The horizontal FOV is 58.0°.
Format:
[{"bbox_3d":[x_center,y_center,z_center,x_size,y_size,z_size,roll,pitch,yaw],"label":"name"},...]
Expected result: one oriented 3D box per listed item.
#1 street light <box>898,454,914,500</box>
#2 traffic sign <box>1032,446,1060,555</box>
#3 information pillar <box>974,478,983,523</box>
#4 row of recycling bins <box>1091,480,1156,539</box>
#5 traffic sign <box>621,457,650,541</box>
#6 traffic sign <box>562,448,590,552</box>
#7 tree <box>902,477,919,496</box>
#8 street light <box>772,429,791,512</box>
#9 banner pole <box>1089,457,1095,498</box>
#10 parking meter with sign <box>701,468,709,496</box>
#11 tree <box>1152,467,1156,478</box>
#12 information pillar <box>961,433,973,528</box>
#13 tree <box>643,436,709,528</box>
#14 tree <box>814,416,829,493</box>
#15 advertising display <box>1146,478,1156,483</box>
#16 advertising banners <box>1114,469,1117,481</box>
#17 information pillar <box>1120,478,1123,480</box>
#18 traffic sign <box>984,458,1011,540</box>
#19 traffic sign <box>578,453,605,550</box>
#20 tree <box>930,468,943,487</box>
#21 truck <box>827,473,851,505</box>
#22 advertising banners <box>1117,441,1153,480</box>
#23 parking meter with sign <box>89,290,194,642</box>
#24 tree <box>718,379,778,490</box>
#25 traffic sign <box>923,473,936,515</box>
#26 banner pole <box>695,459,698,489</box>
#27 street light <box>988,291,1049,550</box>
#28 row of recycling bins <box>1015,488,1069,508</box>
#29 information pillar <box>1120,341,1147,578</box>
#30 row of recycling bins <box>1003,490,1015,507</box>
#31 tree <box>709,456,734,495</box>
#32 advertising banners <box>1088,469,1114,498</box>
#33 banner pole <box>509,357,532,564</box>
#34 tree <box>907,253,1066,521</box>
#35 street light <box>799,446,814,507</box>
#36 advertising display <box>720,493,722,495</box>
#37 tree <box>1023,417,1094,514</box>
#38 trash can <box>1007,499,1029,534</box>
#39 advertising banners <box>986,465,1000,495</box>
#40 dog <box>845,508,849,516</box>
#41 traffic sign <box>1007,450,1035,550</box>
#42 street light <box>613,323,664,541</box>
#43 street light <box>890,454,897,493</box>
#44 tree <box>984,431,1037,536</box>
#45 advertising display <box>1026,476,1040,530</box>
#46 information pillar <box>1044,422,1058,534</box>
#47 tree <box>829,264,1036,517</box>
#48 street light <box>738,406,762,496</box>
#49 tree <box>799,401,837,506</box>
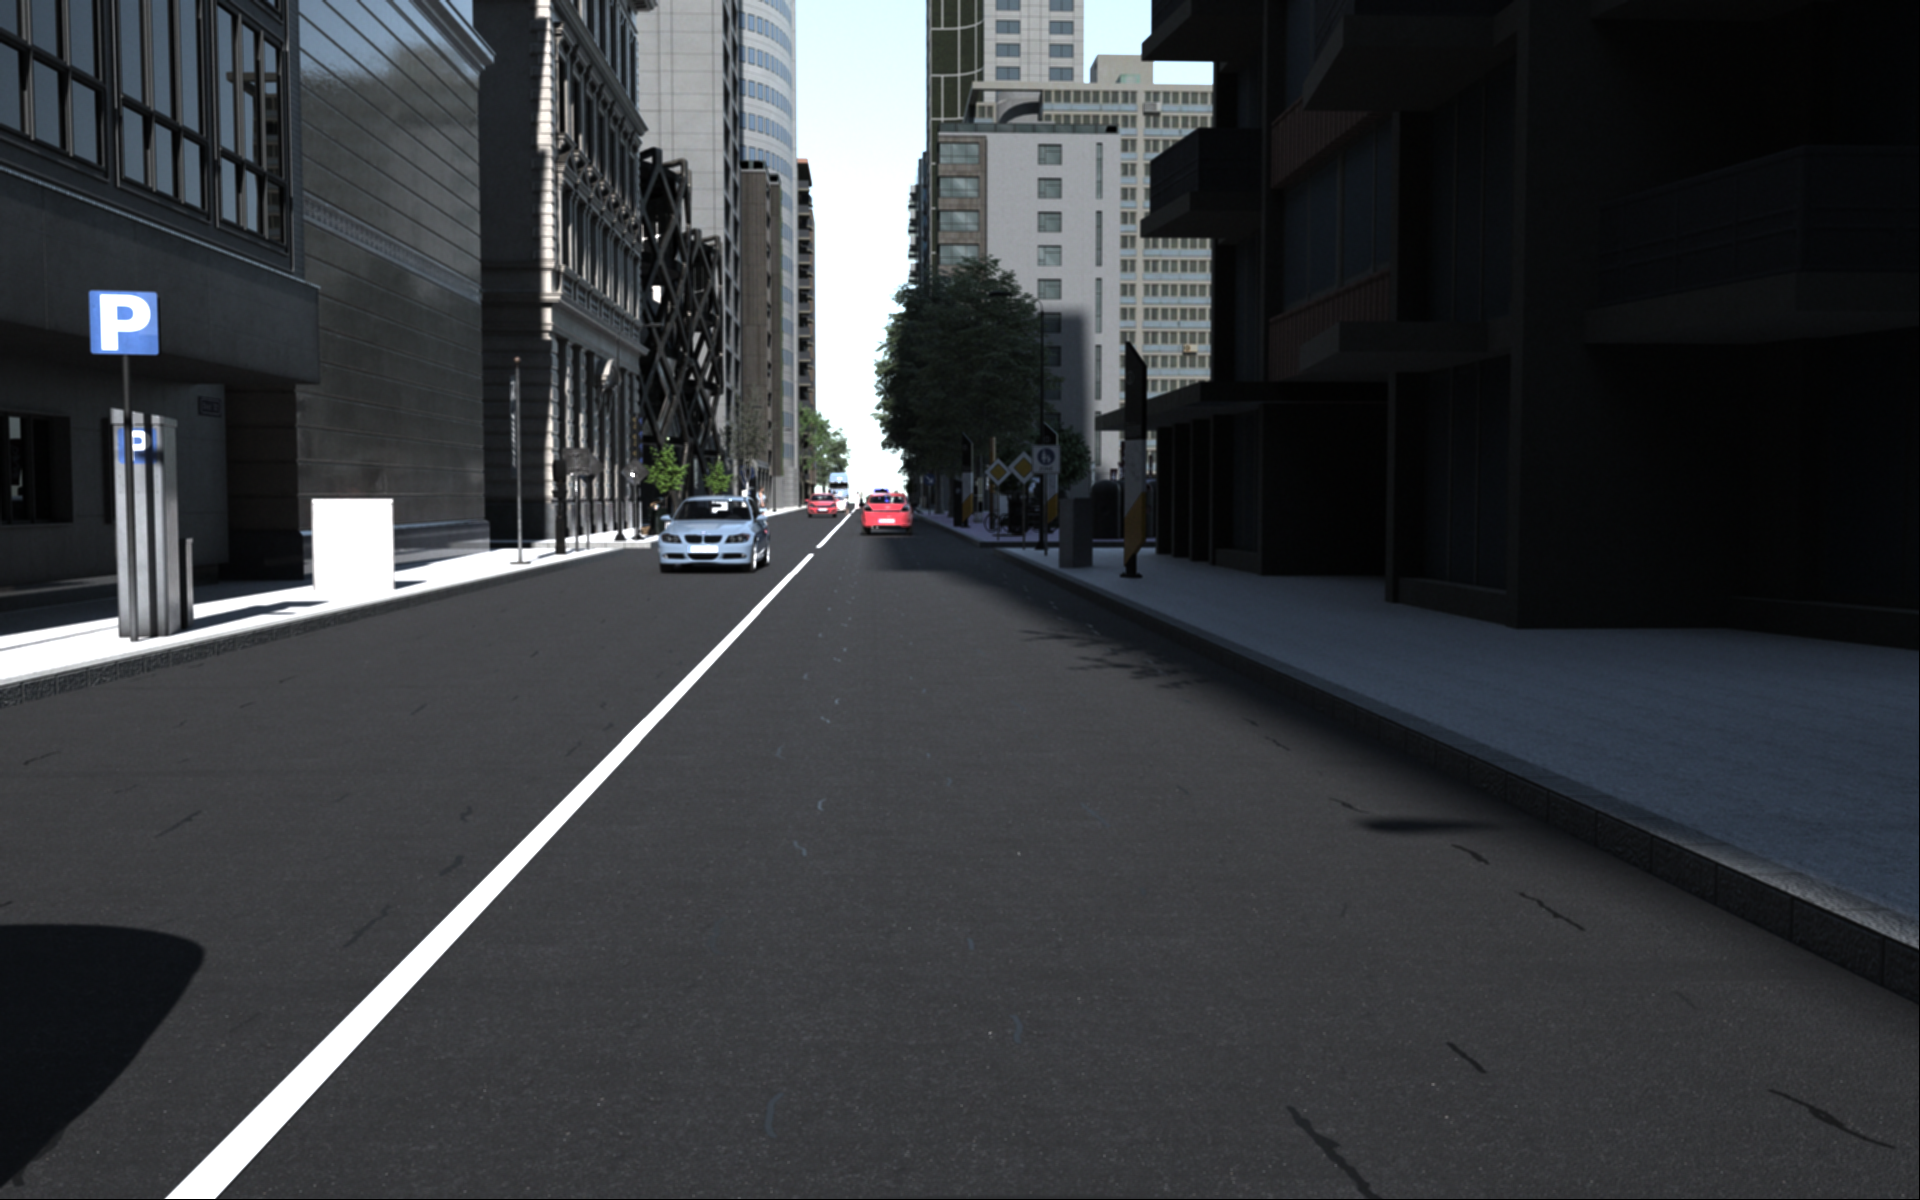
[{"bbox_3d":[-4.714,-11.201,155.684,1.470,5.913,1.316,0,4,-3],"label":"street light"},{"bbox_3d":[1.792,-2.076,36.079,0.606,2.300,0.079,0,4,4],"label":"traffic sign"},{"bbox_3d":[0.824,-4.462,77.444,0.304,2.012,0.304,-3,4,-37],"label":"information pillar"},{"bbox_3d":[4.978,-2.665,50.681,1.069,1.692,3.534,3,4,39],"label":"row of recycling bins"},{"bbox_3d":[-8.880,-2.674,47.358,0.795,2.450,0.064,0,4,-3],"label":"traffic sign"},{"bbox_3d":[-8.482,-2.212,38.304,0.606,2.300,0.079,0,4,-3],"label":"traffic sign"},{"bbox_3d":[-4.900,-10.817,171.463,1.663,3.219,1.824,0,3,0],"label":"tree"},{"bbox_3d":[-12.716,-9.241,123.637,1.470,5.913,1.316,0,4,-3],"label":"street light"},{"bbox_3d":[8.881,-7.751,116.740,0.401,3.779,0.863,3,5,41],"label":"banner pole"},{"bbox_3d":[-16.686,-7.312,115.809,0.543,3.016,1.738,-2,4,-34],"label":"parking meter with sign"},{"bbox_3d":[11.901,-6.606,102.616,1.663,3.219,1.824,0,3,0],"label":"tree"},{"bbox_3d":[0.276,-4.575,66.152,0.504,3.616,0.183,3,5,42],"label":"information pillar"},{"bbox_3d":[-9.726,-3.875,57.962,1.663,3.219,1.824,0,3,0],"label":"tree"},{"bbox_3d":[-21.974,-22.815,279.677,9.857,13.997,8.962,0,3,0],"label":"tree"},{"bbox_3d":[7.725,-3.863,68.366,0.974,1.923,0.123,1,4,11],"label":"advertising display"},{"bbox_3d":[9.592,-6.079,95.585,2.074,3.025,0.090,-2,4,-25],"label":"advertising banners"},{"bbox_3d":[7.545,-4.584,79.438,0.304,2.012,0.304,-2,4,-35],"label":"information pillar"},{"bbox_3d":[1.052,-2.704,47.854,0.795,2.450,0.064,0,4,-3],"label":"traffic sign"},{"bbox_3d":[-8.463,-2.186,39.383,0.795,2.450,0.064,0,4,-3],"label":"traffic sign"},{"bbox_3d":[-1.387,-10.787,126.727,4.737,8.622,4.395,0,3,0],"label":"tree"},{"bbox_3d":[-15.840,-14.480,226.511,2.967,4.110,18.799,0,4,-4],"label":"truck"},{"bbox_3d":[5.769,-3.665,56.117,0.090,3.025,2.074,-2,4,-28],"label":"advertising banners"},{"bbox_3d":[-7.381,-1.193,15.764,0.543,3.016,1.738,-1,4,-14],"label":"parking meter with sign"},{"bbox_3d":[-13.788,-9.881,111.909,4.360,8.622,3.978,0,3,0],"label":"tree"},{"bbox_3d":[-1.858,-6.450,105.560,0.768,2.556,0.104,0,4,0],"label":"traffic sign"},{"bbox_3d":[-16.553,-7.216,108.004,0.401,3.779,0.863,-3,5,-39],"label":"banner pole"},{"bbox_3d":[1.345,-4.115,39.823,1.470,5.913,1.316,0,4,-3],"label":"street light"},{"bbox_3d":[5.510,-6.425,112.158,3.534,1.692,1.069,2,4,35],"label":"row of recycling bins"},{"bbox_3d":[2.673,-2.148,26.471,0.183,3.616,0.504,-2,4,-29],"label":"information pillar"},{"bbox_3d":[3.995,-7.024,121.954,1.069,1.692,3.534,-2,4,-24],"label":"row of recycling bins"},{"bbox_3d":[-12.101,-5.676,87.408,1.663,3.219,1.824,0,3,0],"label":"tree"},{"bbox_3d":[9.897,-7.570,119.957,2.074,3.025,0.090,1,4,16],"label":"advertising banners"},{"bbox_3d":[-8.176,-2.561,31.886,0.401,3.779,0.863,-2,4,-27],"label":"banner pole"},{"bbox_3d":[1.289,-10.039,82.270,7.486,12.596,7.792,0,3,0],"label":"tree"},{"bbox_3d":[-14.938,-11.910,167.274,1.470,5.913,1.316,0,4,-3],"label":"street light"},{"bbox_3d":[-17.024,-7.042,120.342,0.974,1.923,0.123,0,4,3],"label":"advertising display"},{"bbox_3d":[4.135,-5.538,74.258,4.285,4.588,4.351,0,3,0],"label":"tree"},{"bbox_3d":[1.846,-2.659,55.132,0.748,1.137,0.748,0,3,0],"label":"trash can"},{"bbox_3d":[1.972,-6.615,104.350,0.090,3.025,2.074,2,4,26],"label":"advertising banners"},{"bbox_3d":[-7.394,-5.754,113.365,0.540,0.507,0.406,2,4,29],"label":"dog"},{"bbox_3d":[1.468,-2.216,39.879,0.795,2.450,0.064,0,4,-3],"label":"traffic sign"},{"bbox_3d":[-8.748,-4.565,47.182,1.470,5.913,1.316,0,4,-3],"label":"street light"},{"bbox_3d":[-7.041,-13.849,198.969,1.470,5.913,1.316,0,4,-3],"label":"street light"},{"bbox_3d":[1.396,-3.568,52.933,1.663,3.219,1.824,0,3,0],"label":"tree"},{"bbox_3d":[2.832,-3.516,62.706,0.974,1.923,0.123,-2,4,-30],"label":"advertising display"},{"bbox_3d":[2.928,-3.974,56.328,0.504,3.616,0.183,2,4,26],"label":"information pillar"},{"bbox_3d":[-0.395,-11.521,95.017,9.857,13.997,8.962,0,3,0],"label":"tree"},{"bbox_3d":[-11.068,-7.244,90.985,1.470,5.913,1.316,0,4,-3],"label":"street light"},{"bbox_3d":[-17.643,-16.319,192.578,9.928,11.665,9.643,0,3,0],"label":"tree"}]
